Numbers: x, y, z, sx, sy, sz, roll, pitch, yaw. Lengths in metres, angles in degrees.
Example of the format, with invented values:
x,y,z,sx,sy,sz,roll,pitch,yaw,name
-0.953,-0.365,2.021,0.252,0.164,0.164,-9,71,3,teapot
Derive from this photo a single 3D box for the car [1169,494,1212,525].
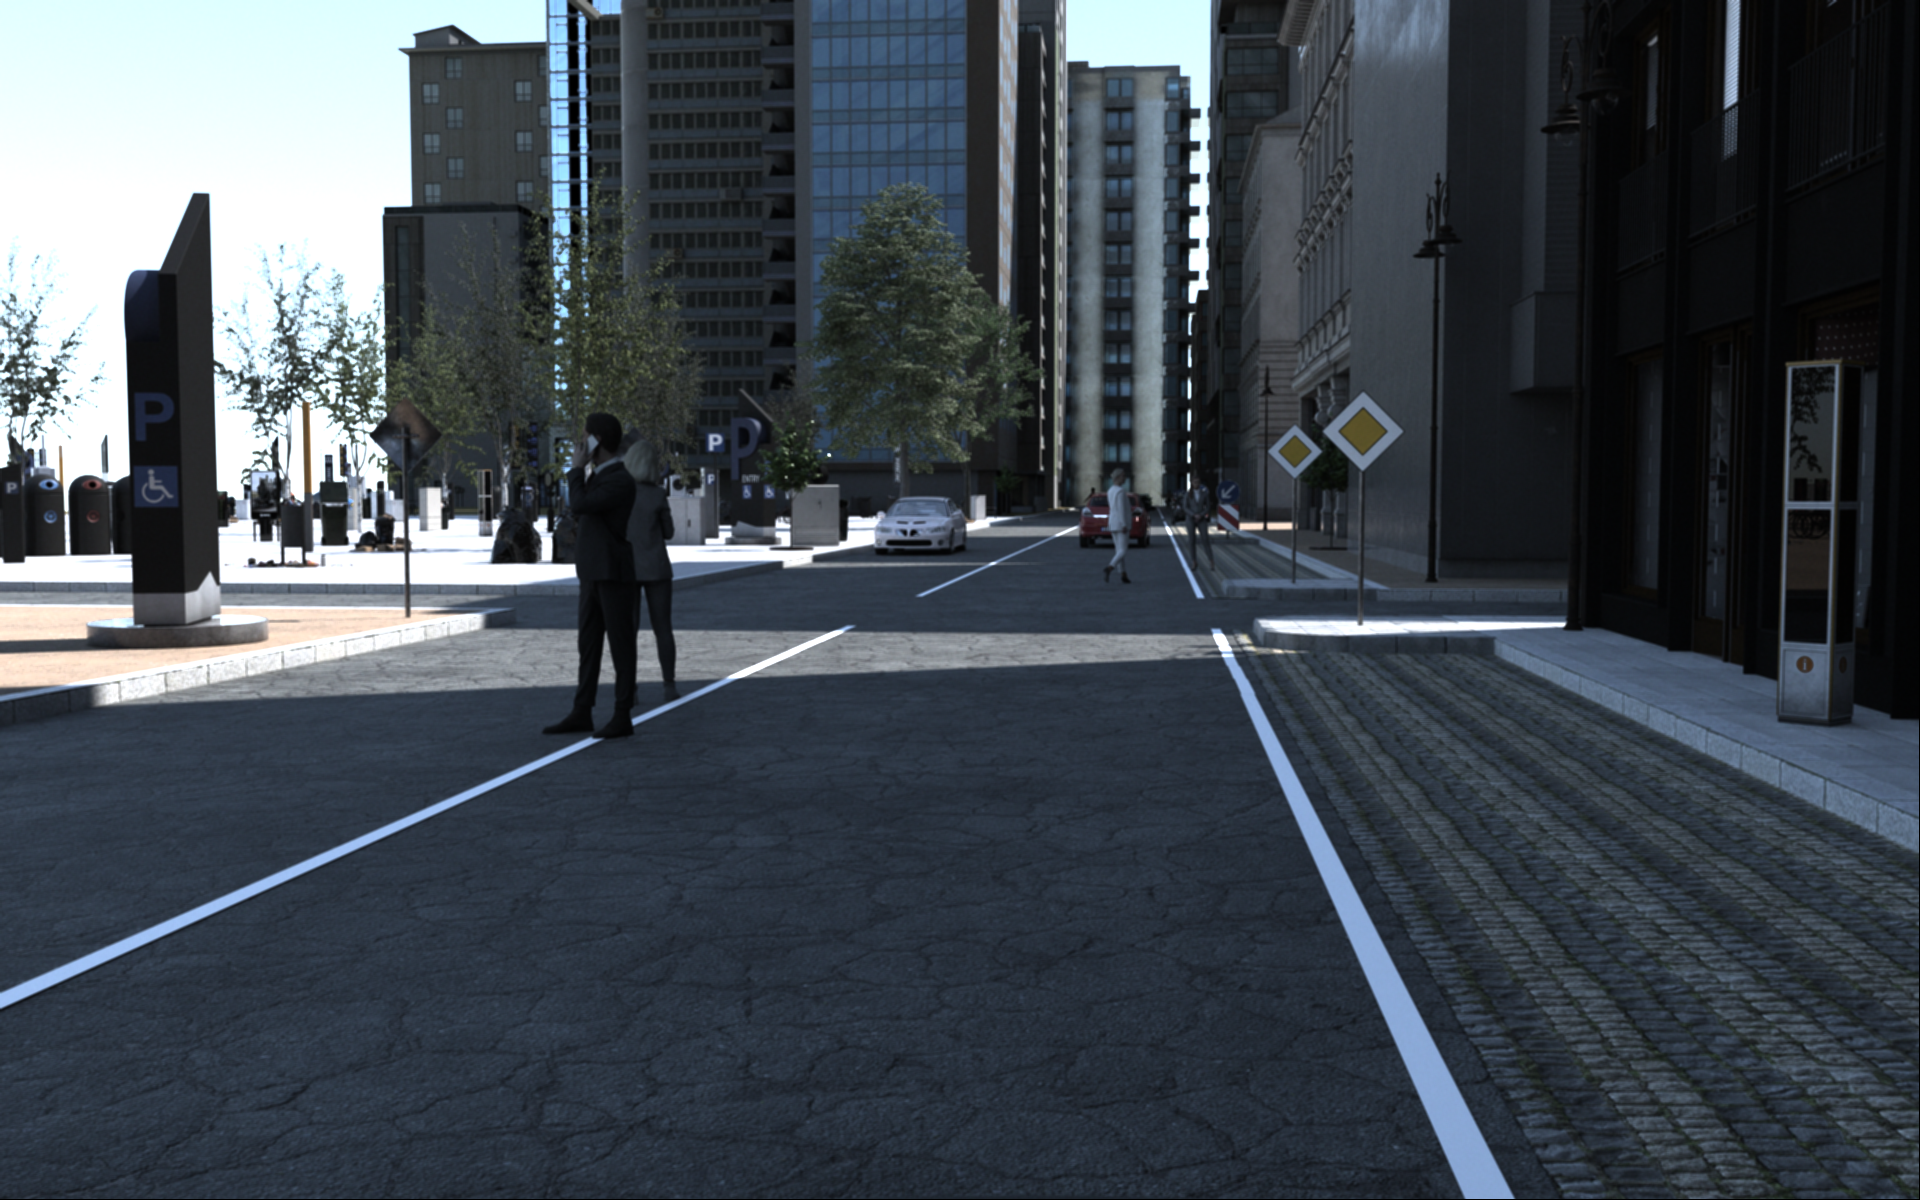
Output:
x,y,z,sx,sy,sz,roll,pitch,yaw,name
10.782,-4.348,80.881,2.009,1.686,4.222,0,4,5,car

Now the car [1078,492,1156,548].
x,y,z,sx,sy,sz,roll,pitch,yaw,name
4.301,-2.366,47.717,2.155,1.783,4.494,1,4,8,car

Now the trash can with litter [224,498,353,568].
x,y,z,sx,sy,sz,roll,pitch,yaw,name
-12.062,-1.206,30.771,2.233,1.210,1.678,2,4,25,trash can with litter

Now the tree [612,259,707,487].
x,y,z,sx,sy,sz,roll,pitch,yaw,name
-9.665,-6.340,54.029,4.360,8.622,3.978,0,3,0,tree

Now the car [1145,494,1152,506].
x,y,z,sx,sy,sz,roll,pitch,yaw,name
17.255,-9.497,164.077,1.959,1.807,4.718,0,4,6,car

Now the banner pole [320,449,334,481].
x,y,z,sx,sy,sz,roll,pitch,yaw,name
-34.973,-6.455,95.558,0.863,3.779,0.401,-2,4,-25,banner pole

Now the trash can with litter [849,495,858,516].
x,y,z,sx,sy,sz,roll,pitch,yaw,name
-6.391,-5.430,99.839,2.233,1.210,1.678,0,4,-1,trash can with litter

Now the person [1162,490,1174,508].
x,y,z,sx,sy,sz,roll,pitch,yaw,name
20.718,-9.982,171.723,1.348,1.823,0.705,1,4,20,person

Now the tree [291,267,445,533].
x,y,z,sx,sy,sz,roll,pitch,yaw,name
-19.514,-6.459,55.959,4.737,8.622,4.395,0,3,0,tree

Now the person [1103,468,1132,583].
x,y,z,sx,sy,sz,roll,pitch,yaw,name
2.498,-1.179,27.661,0.818,1.842,0.514,-3,5,-43,person

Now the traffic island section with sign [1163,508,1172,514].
x,y,z,sx,sy,sz,roll,pitch,yaw,name
15.985,-7.179,125.997,1.989,1.847,2.006,0,4,6,traffic island section with sign

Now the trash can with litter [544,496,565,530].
x,y,z,sx,sy,sz,roll,pitch,yaw,name
-14.479,-3.131,62.242,1.678,1.210,2.233,0,4,-5,trash can with litter

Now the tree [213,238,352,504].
x,y,z,sx,sy,sz,roll,pitch,yaw,name
-19.390,-6.041,49.133,4.360,8.622,3.978,0,3,0,tree

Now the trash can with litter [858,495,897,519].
x,y,z,sx,sy,sz,roll,pitch,yaw,name
-3.944,-4.842,90.216,2.233,1.210,1.678,0,4,5,trash can with litter

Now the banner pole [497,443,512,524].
x,y,z,sx,sy,sz,roll,pitch,yaw,name
-19.677,-5.190,74.875,0.863,3.779,0.401,2,4,26,banner pole

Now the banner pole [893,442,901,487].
x,y,z,sx,sy,sz,roll,pitch,yaw,name
-2.441,-4.962,71.151,0.863,3.779,0.401,3,4,38,banner pole

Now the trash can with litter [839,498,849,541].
x,y,z,sx,sy,sz,roll,pitch,yaw,name
-3.389,-2.193,47.241,0.624,1.170,1.055,-1,4,-16,trash can with litter

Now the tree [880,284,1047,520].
x,y,z,sx,sy,sz,roll,pitch,yaw,name
0.202,-9.727,84.785,9.928,11.665,9.643,0,3,0,tree

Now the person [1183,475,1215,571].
x,y,z,sx,sy,sz,roll,pitch,yaw,name
4.467,-1.443,32.363,0.520,1.790,0.573,-1,4,-13,person

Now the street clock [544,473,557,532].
x,y,z,sx,sy,sz,roll,pitch,yaw,name
-13.790,-3.289,58.347,0.471,2.002,0.358,3,5,42,street clock

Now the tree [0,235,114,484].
x,y,z,sx,sy,sz,roll,pitch,yaw,name
-27.218,-6.120,50.426,4.360,8.622,3.978,0,3,0,tree

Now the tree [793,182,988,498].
x,y,z,sx,sy,sz,roll,pitch,yaw,name
-2.412,-8.906,63.748,7.486,12.596,7.792,0,3,0,tree

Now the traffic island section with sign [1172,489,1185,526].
x,y,z,sx,sy,sz,roll,pitch,yaw,name
10.582,-4.183,77.018,1.989,1.847,2.006,0,4,6,traffic island section with sign

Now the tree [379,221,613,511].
x,y,z,sx,sy,sz,roll,pitch,yaw,name
-12.371,-5.866,46.267,4.360,8.622,3.978,0,3,0,tree

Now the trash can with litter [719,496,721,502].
x,y,z,sx,sy,sz,roll,pitch,yaw,name
-12.920,-4.768,89.015,2.233,1.210,1.678,-3,5,-42,trash can with litter

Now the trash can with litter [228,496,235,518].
x,y,z,sx,sy,sz,roll,pitch,yaw,name
-38.428,-4.854,90.744,0.624,1.170,1.055,2,4,24,trash can with litter

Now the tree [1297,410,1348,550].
x,y,z,sx,sy,sz,roll,pitch,yaw,name
8.617,-2.788,40.190,1.663,3.219,1.824,0,3,0,tree

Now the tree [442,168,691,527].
x,y,z,sx,sy,sz,roll,pitch,yaw,name
-8.536,-5.489,40.102,4.737,8.622,4.395,0,3,0,tree

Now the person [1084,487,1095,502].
x,y,z,sx,sy,sz,roll,pitch,yaw,name
8.053,-5.919,105.246,0.705,1.831,1.348,3,5,45,person

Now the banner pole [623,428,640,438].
x,y,z,sx,sy,sz,roll,pitch,yaw,name
-11.850,-4.459,62.920,0.863,3.779,0.401,1,4,10,banner pole

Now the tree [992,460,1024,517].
x,y,z,sx,sy,sz,roll,pitch,yaw,name
2.547,-6.384,98.985,1.663,3.219,1.824,0,3,0,tree

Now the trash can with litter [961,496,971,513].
x,y,z,sx,sy,sz,roll,pitch,yaw,name
0.607,-5.276,97.648,1.055,1.170,0.624,0,4,-1,trash can with litter

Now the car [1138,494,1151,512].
x,y,z,sx,sy,sz,roll,pitch,yaw,name
14.363,-7.918,139.238,2.009,1.686,4.222,0,4,7,car

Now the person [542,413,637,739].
x,y,z,sx,sy,sz,roll,pitch,yaw,name
-2.153,-0.143,10.197,0.474,1.900,0.648,-2,4,-32,person

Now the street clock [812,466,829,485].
x,y,z,sx,sy,sz,roll,pitch,yaw,name
-3.554,-2.402,43.839,0.358,2.002,0.471,-3,5,-42,street clock

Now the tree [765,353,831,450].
x,y,z,sx,sy,sz,roll,pitch,yaw,name
-8.439,-8.546,90.095,4.360,8.622,3.978,0,3,0,tree

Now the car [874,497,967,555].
x,y,z,sx,sy,sz,roll,pitch,yaw,name
-0.921,-1.847,42.556,2.083,1.381,4.827,0,4,7,car

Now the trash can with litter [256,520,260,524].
x,y,z,sx,sy,sz,roll,pitch,yaw,name
-29.451,-3.804,73.578,1.055,1.170,0.624,-3,5,-44,trash can with litter

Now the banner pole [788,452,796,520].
x,y,z,sx,sy,sz,roll,pitch,yaw,name
-8.125,-5.842,85.535,0.863,3.779,0.401,-3,4,-36,banner pole

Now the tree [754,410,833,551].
x,y,z,sx,sy,sz,roll,pitch,yaw,name
-3.945,-2.767,39.845,1.663,3.219,1.824,0,3,0,tree

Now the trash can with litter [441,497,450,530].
x,y,z,sx,sy,sz,roll,pitch,yaw,name
-18.835,-3.105,62.162,1.055,1.170,0.624,1,4,20,trash can with litter

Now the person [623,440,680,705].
x,y,z,sx,sy,sz,roll,pitch,yaw,name
-2.235,-0.202,11.984,0.537,1.800,0.526,0,4,4,person

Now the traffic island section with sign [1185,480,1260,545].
x,y,z,sx,sy,sz,roll,pitch,yaw,name
7.567,-2.518,49.794,1.989,1.847,2.006,0,4,6,traffic island section with sign
